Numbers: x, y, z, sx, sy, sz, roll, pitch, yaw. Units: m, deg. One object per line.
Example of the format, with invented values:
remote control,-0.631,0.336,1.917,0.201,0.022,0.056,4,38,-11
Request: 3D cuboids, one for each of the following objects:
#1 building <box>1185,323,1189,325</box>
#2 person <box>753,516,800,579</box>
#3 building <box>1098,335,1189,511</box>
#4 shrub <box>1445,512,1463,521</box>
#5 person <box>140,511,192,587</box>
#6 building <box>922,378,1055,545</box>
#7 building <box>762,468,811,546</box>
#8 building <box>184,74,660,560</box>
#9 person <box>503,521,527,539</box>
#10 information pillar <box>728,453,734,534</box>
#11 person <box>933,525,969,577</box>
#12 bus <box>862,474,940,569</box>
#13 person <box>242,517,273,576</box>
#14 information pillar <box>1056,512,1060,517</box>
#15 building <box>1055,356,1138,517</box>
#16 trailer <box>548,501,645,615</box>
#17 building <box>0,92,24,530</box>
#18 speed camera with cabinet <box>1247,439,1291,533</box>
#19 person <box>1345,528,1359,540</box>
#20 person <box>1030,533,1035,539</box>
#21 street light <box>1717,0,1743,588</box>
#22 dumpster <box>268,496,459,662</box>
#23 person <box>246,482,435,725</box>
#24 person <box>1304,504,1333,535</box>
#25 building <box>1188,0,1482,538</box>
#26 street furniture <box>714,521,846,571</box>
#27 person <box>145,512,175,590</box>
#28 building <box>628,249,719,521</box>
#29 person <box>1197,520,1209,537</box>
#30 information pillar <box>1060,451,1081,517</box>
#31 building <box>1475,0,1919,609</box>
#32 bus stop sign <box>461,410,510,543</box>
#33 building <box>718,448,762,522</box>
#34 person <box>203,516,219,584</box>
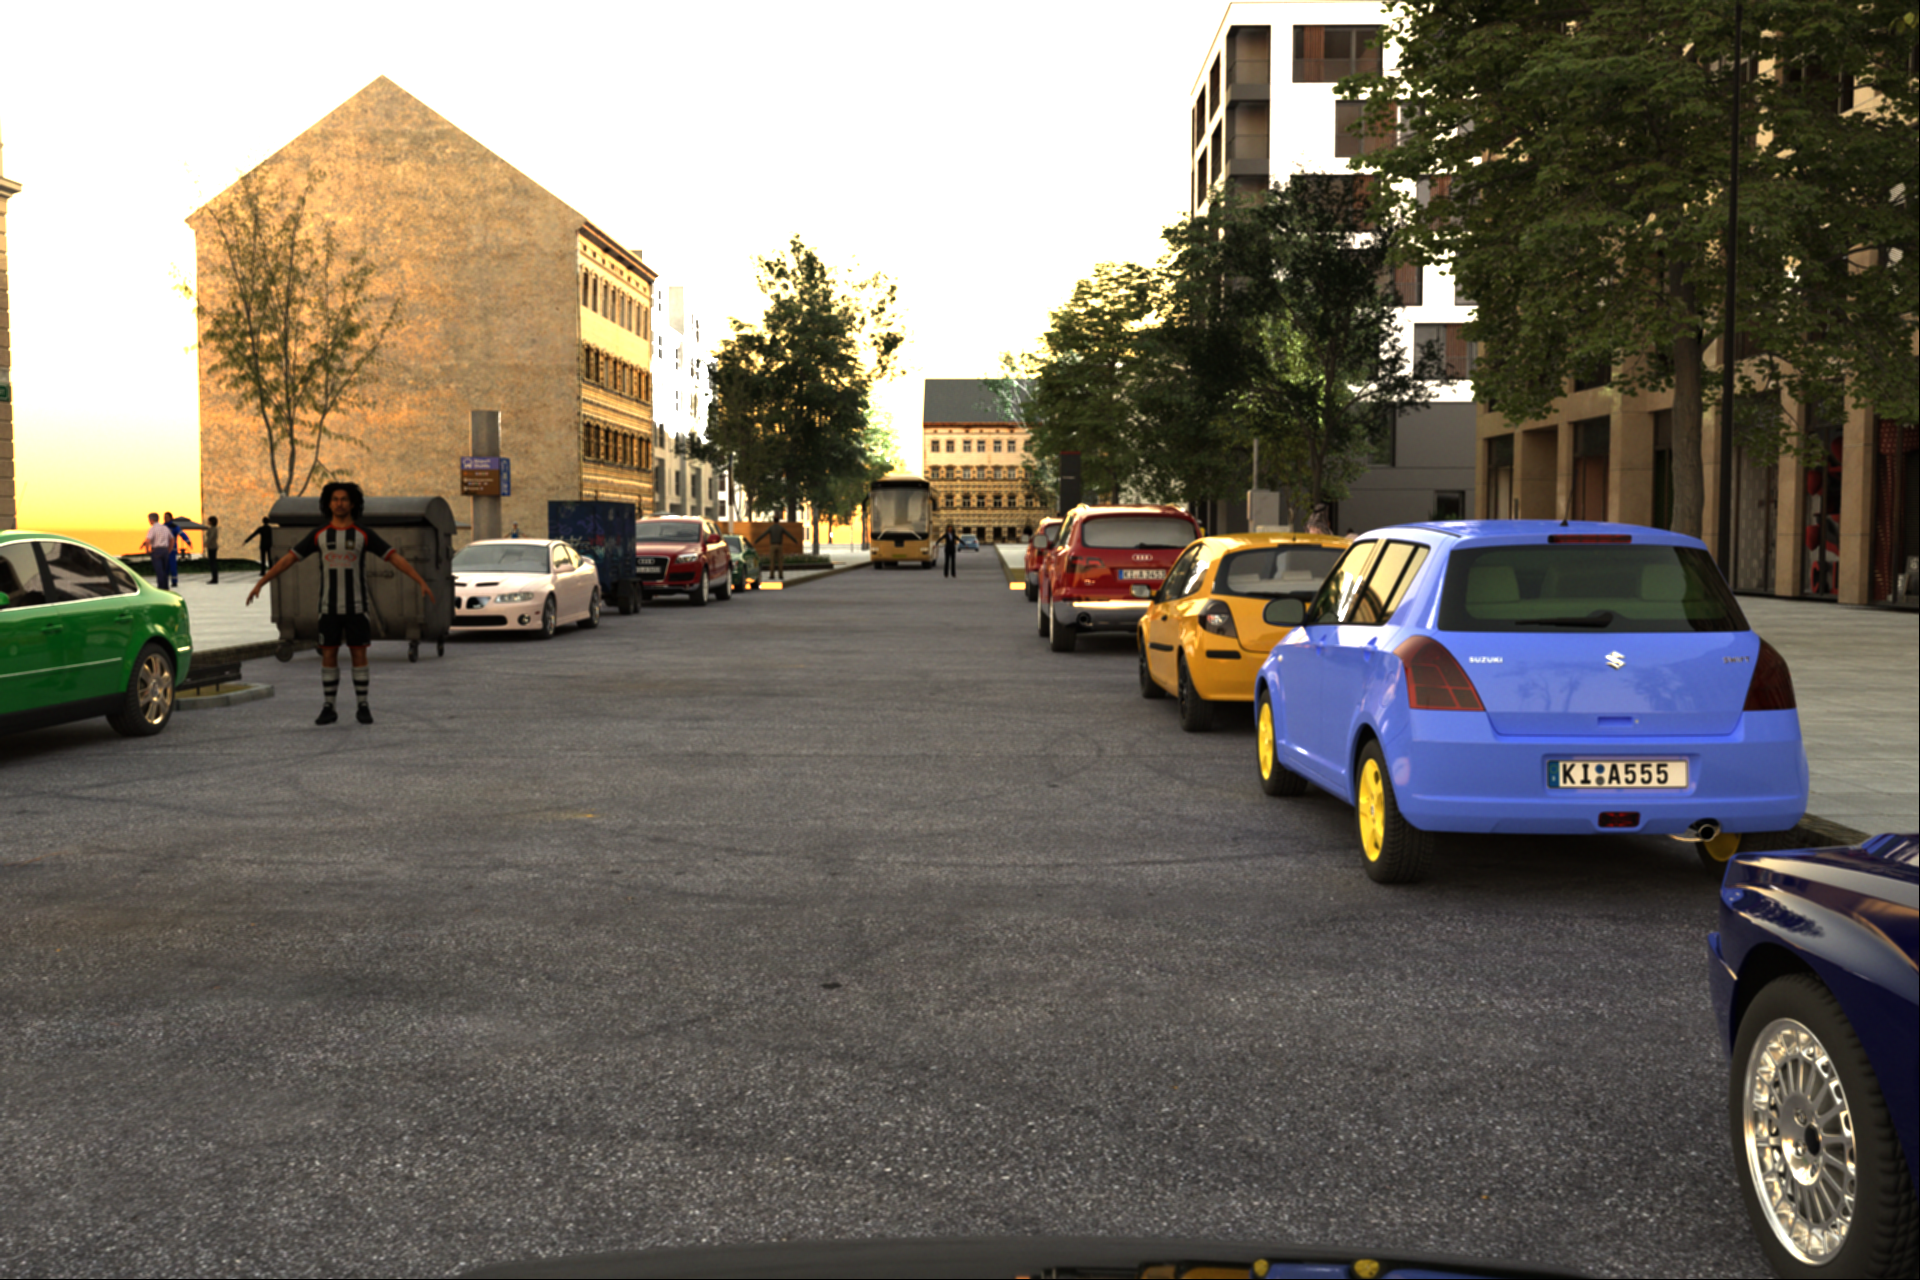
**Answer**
building,25.802,-17.418,115.720,19.493,23.208,18.063,0,4,1
person,-5.221,-2.626,49.206,1.348,1.796,0.705,-1,4,-11
building,24.463,-21.431,181.322,19.493,23.208,18.063,0,4,1
shrub,17.441,-3.500,61.265,1.661,2.075,1.752,0,3,0
person,-19.240,-2.208,42.074,1.345,1.831,0.704,0,4,7
building,4.058,-25.015,242.383,18.063,23.208,19.493,0,4,1
building,-21.482,-15.637,197.815,9.099,9.664,28.070,0,3,0
building,-27.370,-15.987,92.309,19.493,23.208,18.063,0,4,1
person,-19.819,-4.364,77.204,1.347,1.847,0.705,1,4,12
information pillar,-6.626,-3.597,50.158,0.183,3.616,0.504,0,4,1
person,-0.308,-2.932,57.112,1.216,1.740,0.721,-1,4,-16
bus,-2.298,-5.067,74.394,2.896,3.916,12.252,0,4,1
person,-21.217,-2.861,52.968,1.347,1.806,0.705,-2,4,-32
information pillar,3.313,-3.226,57.239,0.304,2.012,0.304,0,4,2
building,25.627,-22.708,215.243,27.936,21.610,32.646,0,4,1
trailer,-6.534,-1.422,30.302,1.471,1.999,3.904,0,4,1
building,-32.634,-15.415,37.941,13.634,28.700,20.117,0,4,2
speed camera with cabinet,6.302,-2.503,35.258,0.660,3.252,2.038,0,4,1
person,10.025,-2.128,44.032,0.628,1.438,0.799,-3,4,-39
person,3.219,-3.708,66.808,1.347,1.806,0.705,0,4,-4
street light,6.713,-2.527,13.864,1.470,5.913,1.316,0,4,1
dumpster,-6.805,-0.708,19.786,1.865,1.857,1.264,0,4,1
person,-4.673,-0.276,13.117,1.345,1.843,0.704,-1,4,-13
person,5.489,-1.208,26.459,0.621,1.740,0.551,-1,4,-17
building,24.664,-14.610,82.856,27.936,21.610,32.646,0,4,1
street furniture,-9.039,-3.336,61.392,11.010,1.723,9.812,2,4,32
person,-15.820,-1.659,34.109,0.436,1.711,0.756,2,4,25
building,-27.910,-15.728,123.617,16.747,18.905,31.486,0,4,0
person,9.184,-3.717,66.748,1.349,1.833,0.705,-2,4,-34
information pillar,3.463,-3.986,54.542,0.750,3.857,0.750,0,4,1
building,24.822,-14.126,34.165,19.351,26.588,34.151,0,4,1
bus stop sign,-10.171,-2.946,37.180,0.837,3.901,0.837,0,3,0
building,-23.420,-13.727,166.591,9.099,9.664,28.070,0,4,1
person,-19.390,-2.324,44.759,0.721,1.744,1.215,-1,4,-14
